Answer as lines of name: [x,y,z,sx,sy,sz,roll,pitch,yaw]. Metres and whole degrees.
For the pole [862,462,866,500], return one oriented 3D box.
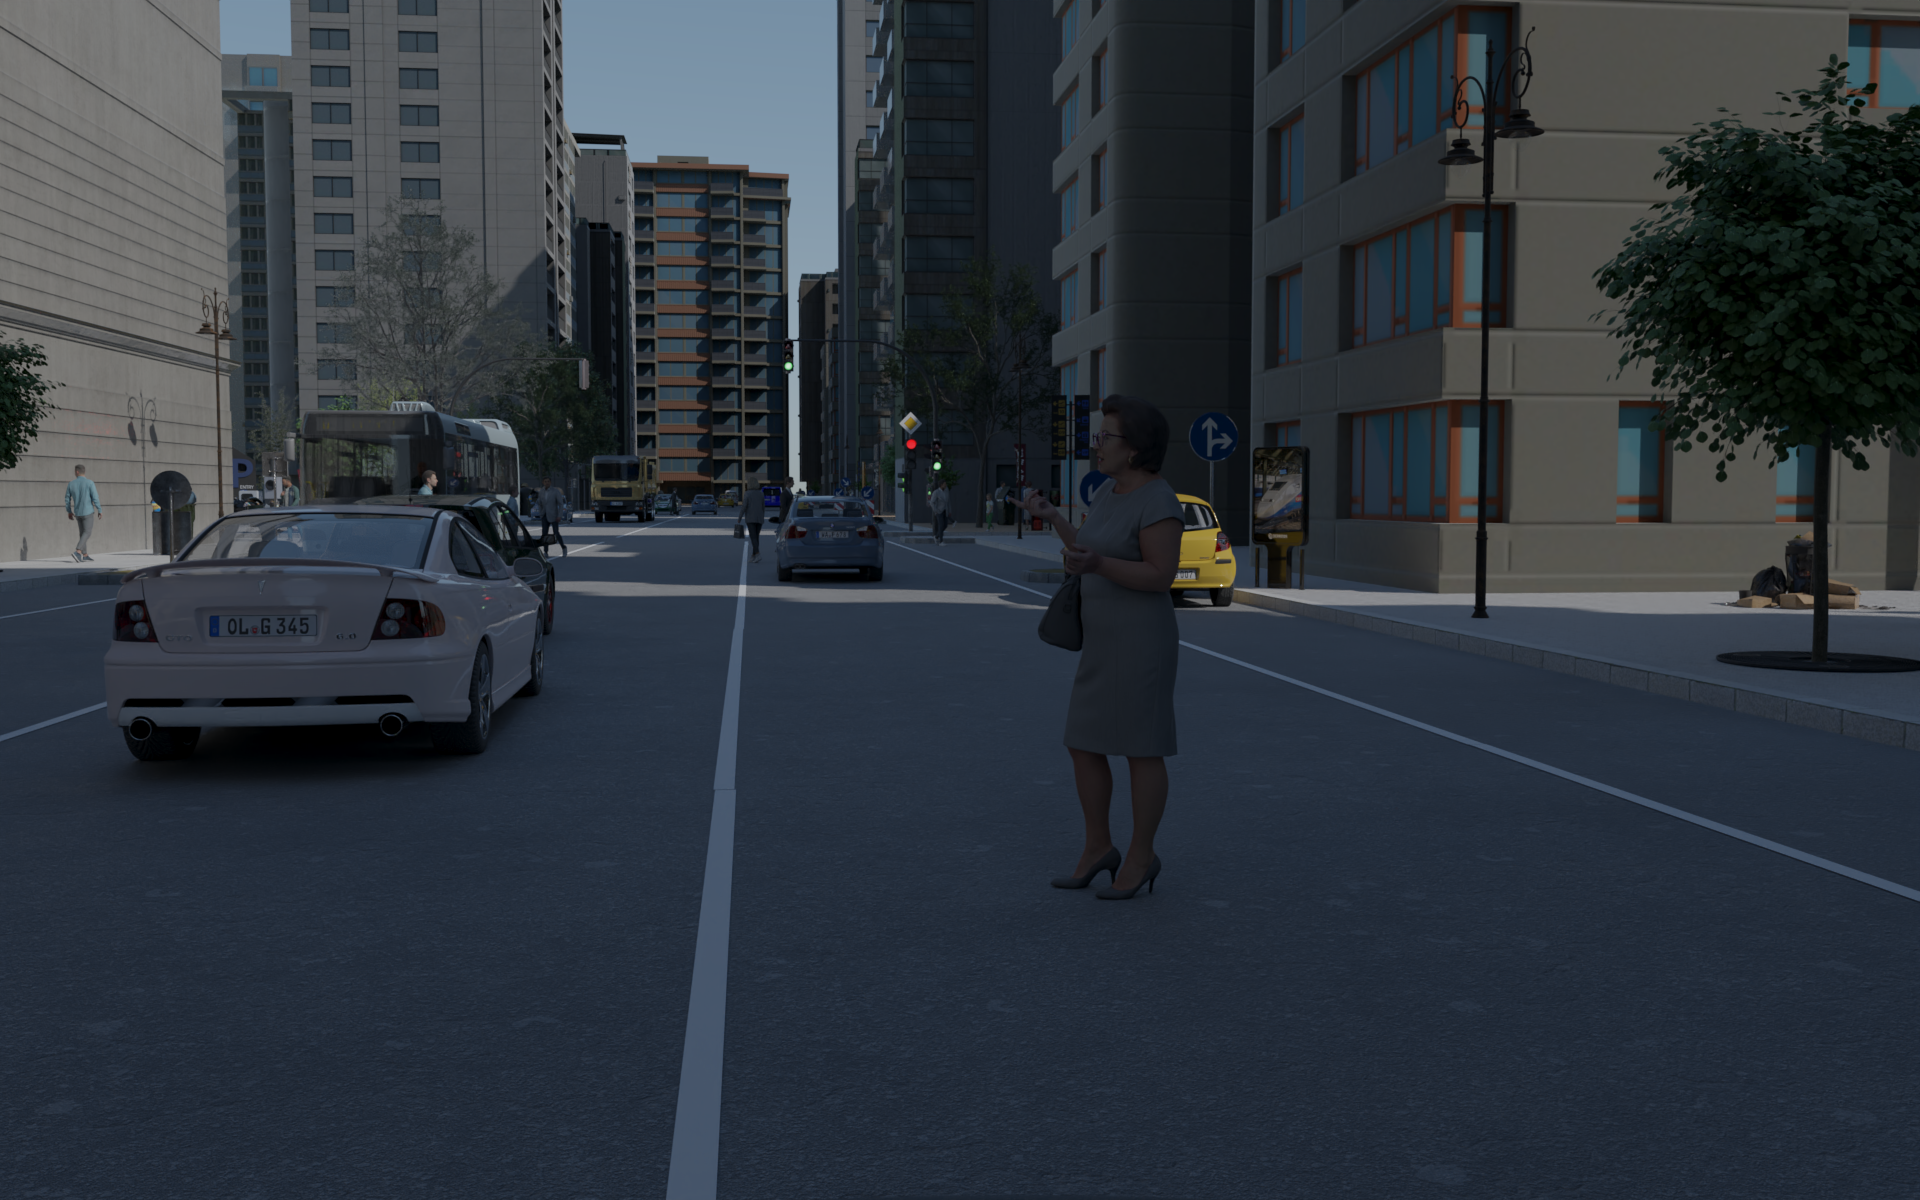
pole: [-6.067,-7.069,109.424,0.158,3.312,0.155,0,3,0]

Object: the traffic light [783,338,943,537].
traffic light: [-2.815,-4.669,51.010,4.771,5.953,1.251,0,4,-7]

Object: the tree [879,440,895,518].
tree: [-2.860,-6.732,93.784,4.285,4.588,4.351,0,3,0]

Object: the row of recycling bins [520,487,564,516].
row of recycling bins: [-26.032,-6.181,108.165,3.534,1.692,1.069,3,5,40]

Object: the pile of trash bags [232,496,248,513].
pile of trash bags: [-32.609,-4.135,77.361,1.912,1.369,3.447,-1,4,-13]

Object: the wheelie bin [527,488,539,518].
wheelie bin: [-23.313,-5.309,94.706,0.693,1.594,0.980,0,4,-8]

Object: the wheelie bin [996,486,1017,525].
wheelie bin: [1.910,-3.857,70.974,0.693,1.594,0.980,-2,4,-26]

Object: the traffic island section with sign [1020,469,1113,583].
traffic island section with sign: [2.050,-1.226,28.679,1.989,1.847,2.006,0,4,-7]

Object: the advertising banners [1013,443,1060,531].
advertising banners: [2.719,-3.929,60.433,2.074,3.025,0.090,-2,4,-32]

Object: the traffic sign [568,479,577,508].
traffic sign: [-25.463,-6.827,113.753,0.606,2.300,0.079,0,3,0]

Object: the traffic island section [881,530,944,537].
traffic island section: [-1.667,-2.273,59.447,2.009,0.180,2.903,0,4,-7]

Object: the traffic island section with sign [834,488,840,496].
traffic island section with sign: [-7.902,-6.262,111.016,1.989,1.847,2.006,0,4,-7]

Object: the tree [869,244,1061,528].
tree: [0.725,-8.015,65.463,8.767,10.594,7.601,0,4,-2]

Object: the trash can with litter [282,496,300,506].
trash can with litter: [-49.847,-7.193,128.659,1.678,1.210,2.233,1,4,9]

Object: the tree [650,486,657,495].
tree: [-36.973,-12.998,207.117,1.663,3.219,1.824,0,3,0]

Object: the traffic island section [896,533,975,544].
traffic island section: [-0.708,-1.788,51.520,2.009,0.180,2.903,0,4,-7]

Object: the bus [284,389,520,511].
bus: [-11.582,-2.600,37.371,2.948,3.499,13.247,0,4,-8]

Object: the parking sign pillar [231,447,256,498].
parking sign pillar: [-39.471,-6.539,95.385,1.447,3.967,1.447,-2,4,-25]

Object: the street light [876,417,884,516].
street light: [-4.739,-7.882,101.657,0.468,5.910,1.993,0,4,-7]

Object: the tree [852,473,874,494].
tree: [-7.419,-8.564,134.629,1.663,3.219,1.824,0,3,0]

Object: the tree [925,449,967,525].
tree: [-0.809,-4.805,73.171,1.663,3.219,1.824,0,3,0]

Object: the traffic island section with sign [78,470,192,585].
traffic island section with sign: [-13.033,-1.205,28.326,1.989,1.847,2.006,0,4,-7]

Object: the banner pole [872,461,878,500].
banner pole: [-6.453,-8.620,130.952,0.401,3.779,0.863,3,5,42]

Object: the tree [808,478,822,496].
tree: [-17.566,-13.195,210.343,1.663,3.219,1.824,0,3,0]

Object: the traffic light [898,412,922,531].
traffic light: [-1.708,-4.306,59.329,0.839,4.253,0.868,0,4,-7]

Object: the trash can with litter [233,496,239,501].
trash can with litter: [-34.457,-4.297,81.317,2.233,1.210,1.678,0,4,-1]

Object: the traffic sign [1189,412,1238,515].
traffic sign: [3.936,-1.644,26.985,0.768,2.556,0.104,0,4,-2]

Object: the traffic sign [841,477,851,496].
traffic sign: [-8.672,-8.027,131.355,0.768,2.556,0.104,0,4,-3]

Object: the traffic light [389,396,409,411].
traffic light: [-15.899,-3.709,49.560,0.839,4.253,0.868,0,4,-7]

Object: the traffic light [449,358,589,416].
traffic light: [-14.791,-5.083,57.772,4.771,5.953,1.251,0,4,-7]

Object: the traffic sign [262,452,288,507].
traffic sign: [-16.668,-2.449,42.167,0.606,2.300,0.079,0,4,-4]

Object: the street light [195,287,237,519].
street light: [-16.653,-4.044,38.906,0.468,5.910,1.993,0,4,-7]

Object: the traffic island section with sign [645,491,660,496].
traffic island section with sign: [-28.878,-9.215,159.290,1.989,1.847,2.006,0,4,-7]

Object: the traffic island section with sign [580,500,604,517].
traffic island section with sign: [-22.767,-6.129,108.843,1.989,1.847,2.006,0,4,-7]

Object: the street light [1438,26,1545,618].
street light: [5.393,-2.752,17.778,0.468,5.910,1.993,0,4,-7]

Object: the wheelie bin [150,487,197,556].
wheelie bin: [-16.458,-1.740,36.353,0.693,1.594,0.980,1,4,19]

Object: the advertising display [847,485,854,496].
advertising display: [-8.036,-7.448,126.994,0.123,1.923,0.974,1,4,18]

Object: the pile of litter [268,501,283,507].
pile of litter: [-44.588,-6.023,112.442,1.719,0.858,1.176,0,4,3]

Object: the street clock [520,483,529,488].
street clock: [-28.005,-6.535,111.424,0.471,2.002,0.358,1,4,20]

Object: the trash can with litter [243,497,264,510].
trash can with litter: [-27.496,-3.452,67.821,0.624,1.170,1.055,1,4,9]

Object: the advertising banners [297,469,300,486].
advertising banners: [-45.799,-7.733,122.630,2.074,3.025,0.090,-2,4,-30]

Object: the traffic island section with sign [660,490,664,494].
traffic island section with sign: [-32.151,-10.871,186.363,1.989,1.847,2.006,0,4,-7]

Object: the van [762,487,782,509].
van: [-16.440,-9.000,151.529,2.240,2.365,5.245,0,4,-5]

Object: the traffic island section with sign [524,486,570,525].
traffic island section with sign: [-19.537,-4.493,82.081,1.989,1.847,2.006,0,4,-7]

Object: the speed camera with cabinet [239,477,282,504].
speed camera with cabinet: [-35.255,-5.684,87.270,2.038,3.252,0.660,0,4,7]

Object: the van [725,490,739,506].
van: [-27.038,-12.072,204.380,2.013,2.044,4.112,0,4,-8]

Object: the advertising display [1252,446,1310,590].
advertising display: [4.339,-1.117,23.474,0.123,1.923,0.974,-2,4,-34]

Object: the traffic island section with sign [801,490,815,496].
traffic island section with sign: [-13.944,-9.317,160.961,1.989,1.847,2.006,0,4,-7]

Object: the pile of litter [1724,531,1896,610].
pile of litter: [9.633,-0.344,19.592,1.719,0.858,1.176,2,4,35]

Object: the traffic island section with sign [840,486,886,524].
traffic island section with sign: [-4.624,-4.602,83.869,1.989,1.847,2.006,0,4,-7]

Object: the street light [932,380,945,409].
street light: [-0.915,-5.956,70.165,0.468,5.910,1.993,0,4,-7]

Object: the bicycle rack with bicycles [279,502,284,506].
bicycle rack with bicycles: [-31.036,-4.144,81.135,2.852,0.926,2.925,0,4,5]

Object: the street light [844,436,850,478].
street light: [-8.721,-9.849,133.823,0.468,5.910,1.993,0,4,-7]

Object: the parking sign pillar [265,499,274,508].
parking sign pillar: [-49.517,-8.305,124.261,1.447,3.967,1.447,-3,4,-37]

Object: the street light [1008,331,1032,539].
street light: [1.704,-4.677,49.259,0.468,5.910,1.993,0,4,-7]
